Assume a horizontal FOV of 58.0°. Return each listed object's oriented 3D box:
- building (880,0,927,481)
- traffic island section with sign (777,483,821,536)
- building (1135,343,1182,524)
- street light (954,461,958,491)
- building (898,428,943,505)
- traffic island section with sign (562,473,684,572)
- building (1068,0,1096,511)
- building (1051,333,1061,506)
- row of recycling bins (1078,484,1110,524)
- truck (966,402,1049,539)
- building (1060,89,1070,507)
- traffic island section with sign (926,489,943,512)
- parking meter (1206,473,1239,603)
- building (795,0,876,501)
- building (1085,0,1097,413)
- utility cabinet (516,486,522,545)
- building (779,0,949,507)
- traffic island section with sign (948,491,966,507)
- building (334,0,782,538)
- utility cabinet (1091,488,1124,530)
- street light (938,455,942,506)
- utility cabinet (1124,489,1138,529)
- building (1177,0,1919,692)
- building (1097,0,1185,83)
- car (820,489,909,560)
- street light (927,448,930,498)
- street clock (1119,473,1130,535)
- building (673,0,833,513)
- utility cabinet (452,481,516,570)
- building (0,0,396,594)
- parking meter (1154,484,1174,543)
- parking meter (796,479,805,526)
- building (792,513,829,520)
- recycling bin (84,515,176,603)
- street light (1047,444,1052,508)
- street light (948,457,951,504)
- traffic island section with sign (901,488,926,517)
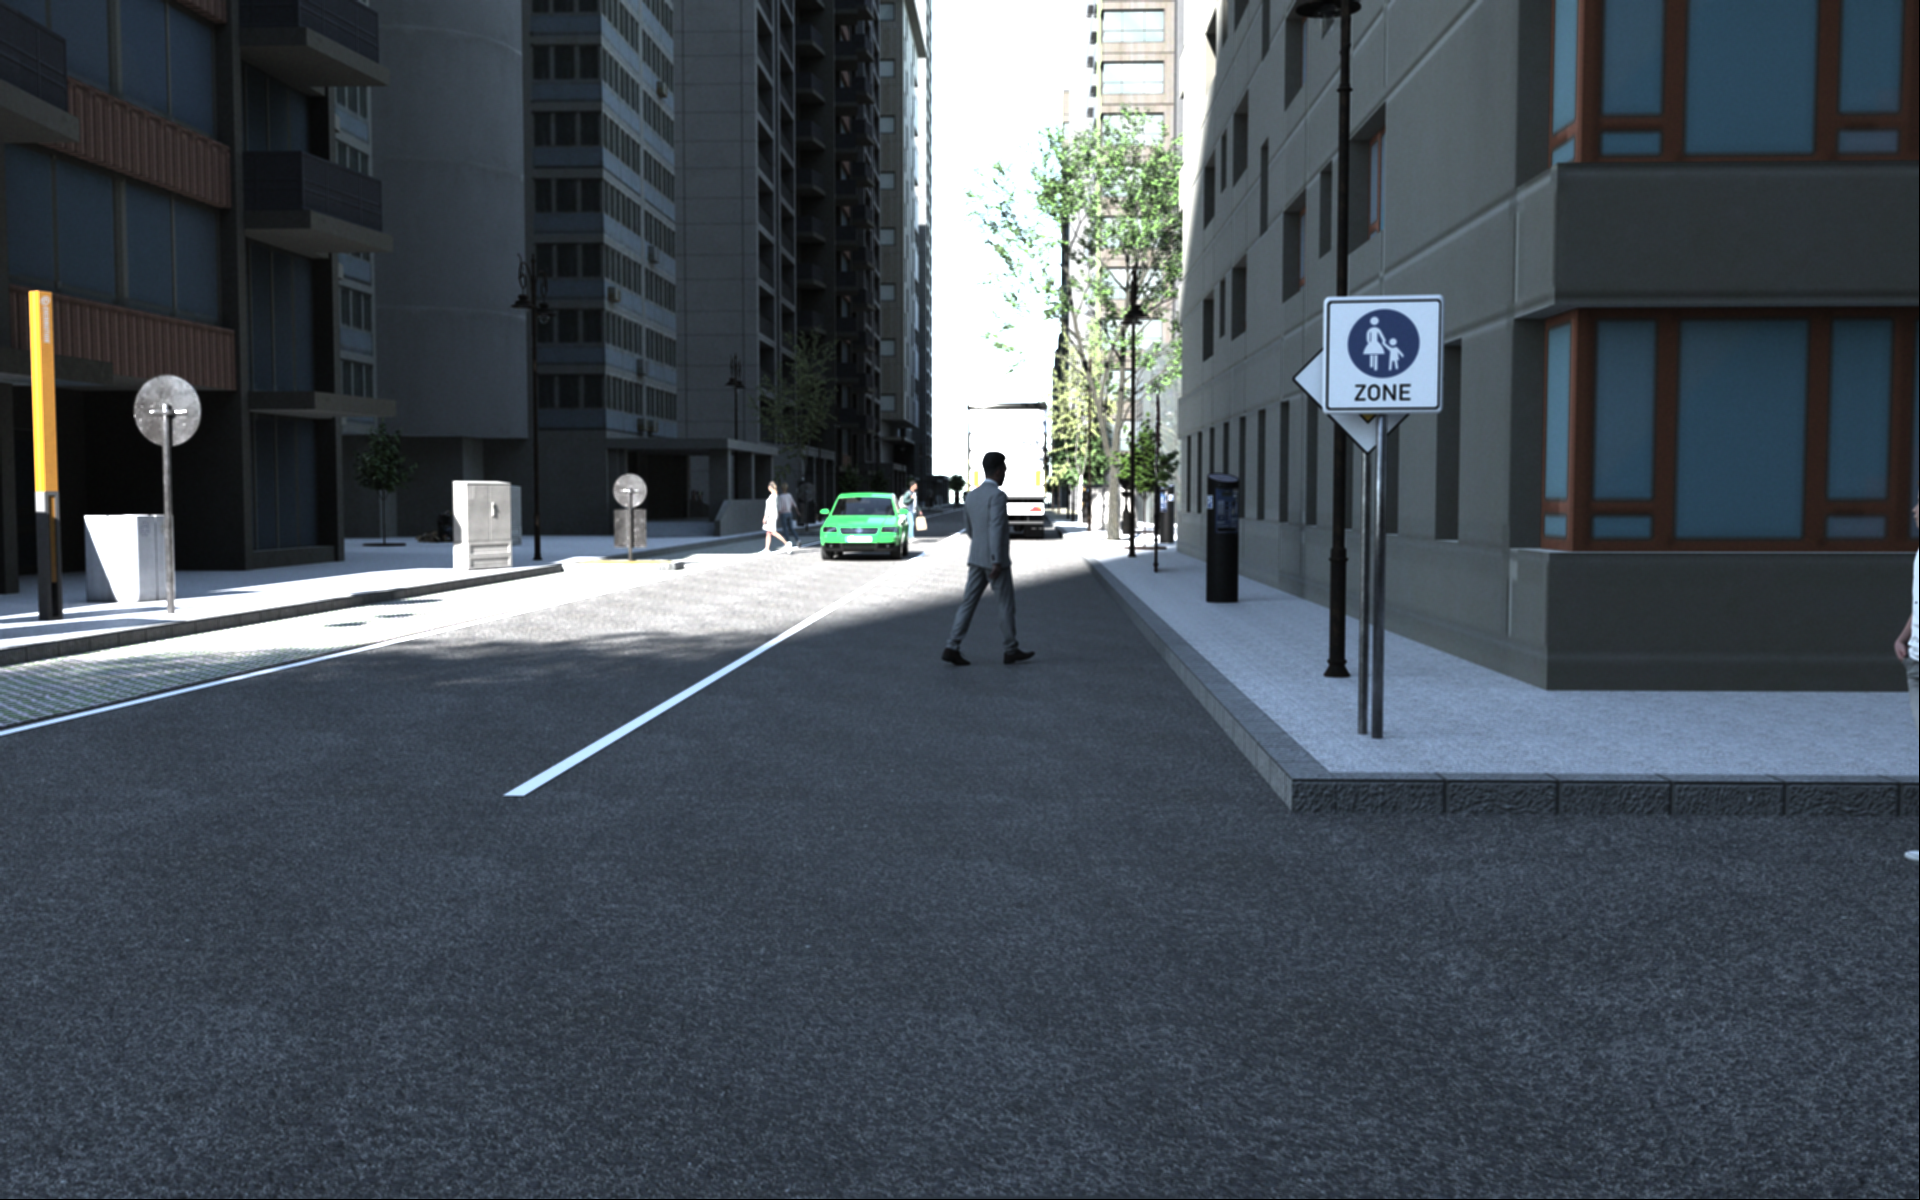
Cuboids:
[{"bbox_3d":[-18.426,-36.306,182.844,28.713,52.752,27.495,0,4,2],"label":"building"},{"bbox_3d":[-5.248,-3.108,59.449,1.989,1.847,2.006,0,4,2],"label":"traffic island section with sign"},{"bbox_3d":[19.130,-46.101,66.425,22.319,86.520,31.000,0,4,2],"label":"building"},{"bbox_3d":[-0.500,-16.356,240.213,0.468,5.910,1.993,0,4,2],"label":"street light"},{"bbox_3d":[-18.531,-31.643,209.238,32.217,40.220,23.993,0,4,2],"label":"building"},{"bbox_3d":[-6.258,-1.461,32.512,1.989,1.847,2.006,0,4,2],"label":"traffic island section with sign"},{"bbox_3d":[19.589,-36.801,143.699,21.231,58.520,28.212,0,4,2],"label":"building"},{"bbox_3d":[24.942,-21.696,199.768,27.650,21.520,28.899,0,4,2],"label":"building"},{"bbox_3d":[5.974,-4.151,74.977,1.069,1.692,3.534,-1,4,-12],"label":"row of recycling bins"},{"bbox_3d":[1.649,-4.258,58.539,2.839,4.237,11.283,0,4,2],"label":"truck"},{"bbox_3d":[17.354,-30.238,177.983,14.154,41.232,14.086,0,4,2],"label":"building"},{"bbox_3d":[-2.360,-7.816,136.427,1.989,1.847,2.006,0,4,2],"label":"traffic island section with sign"},{"bbox_3d":[3.120,-0.744,20.573,0.372,1.533,0.369,0,3,0],"label":"parking meter"},{"bbox_3d":[-17.558,-28.468,120.083,22.147,44.769,28.867,0,4,2],"label":"building"},{"bbox_3d":[19.742,-30.280,114.683,23.786,49.044,30.456,0,4,2],"label":"building"},{"bbox_3d":[-11.300,-2.087,42.802,0.318,1.500,1.173,1,4,21],"label":"utility cabinet"},{"bbox_3d":[-11.872,-48.451,230.423,20.563,71.187,20.611,0,4,2],"label":"building"},{"bbox_3d":[-0.265,-11.222,192.102,1.989,1.847,2.006,0,4,2],"label":"traffic island section with sign"},{"bbox_3d":[-23.062,-22.423,58.491,32.217,40.220,23.993,0,4,2],"label":"building"},{"bbox_3d":[5.189,-3.226,61.417,0.318,1.500,1.173,-3,5,-41],"label":"utility cabinet"},{"bbox_3d":[-2.237,-13.509,193.654,0.468,5.910,1.993,0,4,2],"label":"street light"},{"bbox_3d":[5.936,-3.364,63.688,1.173,1.500,0.318,2,4,27],"label":"utility cabinet"},{"bbox_3d":[18.787,-10.940,23.904,28.899,21.520,27.650,0,4,2],"label":"building"},{"bbox_3d":[14.258,-25.006,92.450,14.154,41.232,14.086,0,4,2],"label":"building"},{"bbox_3d":[-2.115,-1.849,39.035,1.959,1.807,4.718,0,4,1],"label":"car"},{"bbox_3d":[-3.107,-12.034,169.543,0.468,5.910,1.993,0,4,2],"label":"street light"},{"bbox_3d":[5.255,-3.068,54.730,0.471,2.002,0.358,3,4,36],"label":"street clock"},{"bbox_3d":[-15.022,-43.158,143.892,20.563,71.187,20.611,0,4,2],"label":"building"},{"bbox_3d":[-8.080,-1.265,29.355,0.318,1.500,1.173,1,4,23],"label":"utility cabinet"},{"bbox_3d":[-21.726,-22.586,23.912,22.147,44.769,28.867,0,4,2],"label":"building"},{"bbox_3d":[5.432,-2.264,45.431,0.372,1.533,0.369,0,3,0],"label":"parking meter"},{"bbox_3d":[-6.357,-3.876,69.077,0.255,1.863,0.399,-1,4,-21],"label":"parking meter"},{"bbox_3d":[-17.600,-40.121,94.223,20.563,71.187,20.611,0,4,2],"label":"building"},{"bbox_3d":[-9.951,-0.503,20.772,0.722,1.027,0.722,1,4,14],"label":"recycling bin"},{"bbox_3d":[7.347,-10.026,136.715,0.468,5.910,1.993,0,4,2],"label":"street light"},{"bbox_3d":[-1.315,-14.927,216.836,0.468,5.910,1.993,0,4,2],"label":"street light"},{"bbox_3d":[-3.372,-6.169,109.491,1.989,1.847,2.006,0,4,2],"label":"traffic island section with sign"}]
